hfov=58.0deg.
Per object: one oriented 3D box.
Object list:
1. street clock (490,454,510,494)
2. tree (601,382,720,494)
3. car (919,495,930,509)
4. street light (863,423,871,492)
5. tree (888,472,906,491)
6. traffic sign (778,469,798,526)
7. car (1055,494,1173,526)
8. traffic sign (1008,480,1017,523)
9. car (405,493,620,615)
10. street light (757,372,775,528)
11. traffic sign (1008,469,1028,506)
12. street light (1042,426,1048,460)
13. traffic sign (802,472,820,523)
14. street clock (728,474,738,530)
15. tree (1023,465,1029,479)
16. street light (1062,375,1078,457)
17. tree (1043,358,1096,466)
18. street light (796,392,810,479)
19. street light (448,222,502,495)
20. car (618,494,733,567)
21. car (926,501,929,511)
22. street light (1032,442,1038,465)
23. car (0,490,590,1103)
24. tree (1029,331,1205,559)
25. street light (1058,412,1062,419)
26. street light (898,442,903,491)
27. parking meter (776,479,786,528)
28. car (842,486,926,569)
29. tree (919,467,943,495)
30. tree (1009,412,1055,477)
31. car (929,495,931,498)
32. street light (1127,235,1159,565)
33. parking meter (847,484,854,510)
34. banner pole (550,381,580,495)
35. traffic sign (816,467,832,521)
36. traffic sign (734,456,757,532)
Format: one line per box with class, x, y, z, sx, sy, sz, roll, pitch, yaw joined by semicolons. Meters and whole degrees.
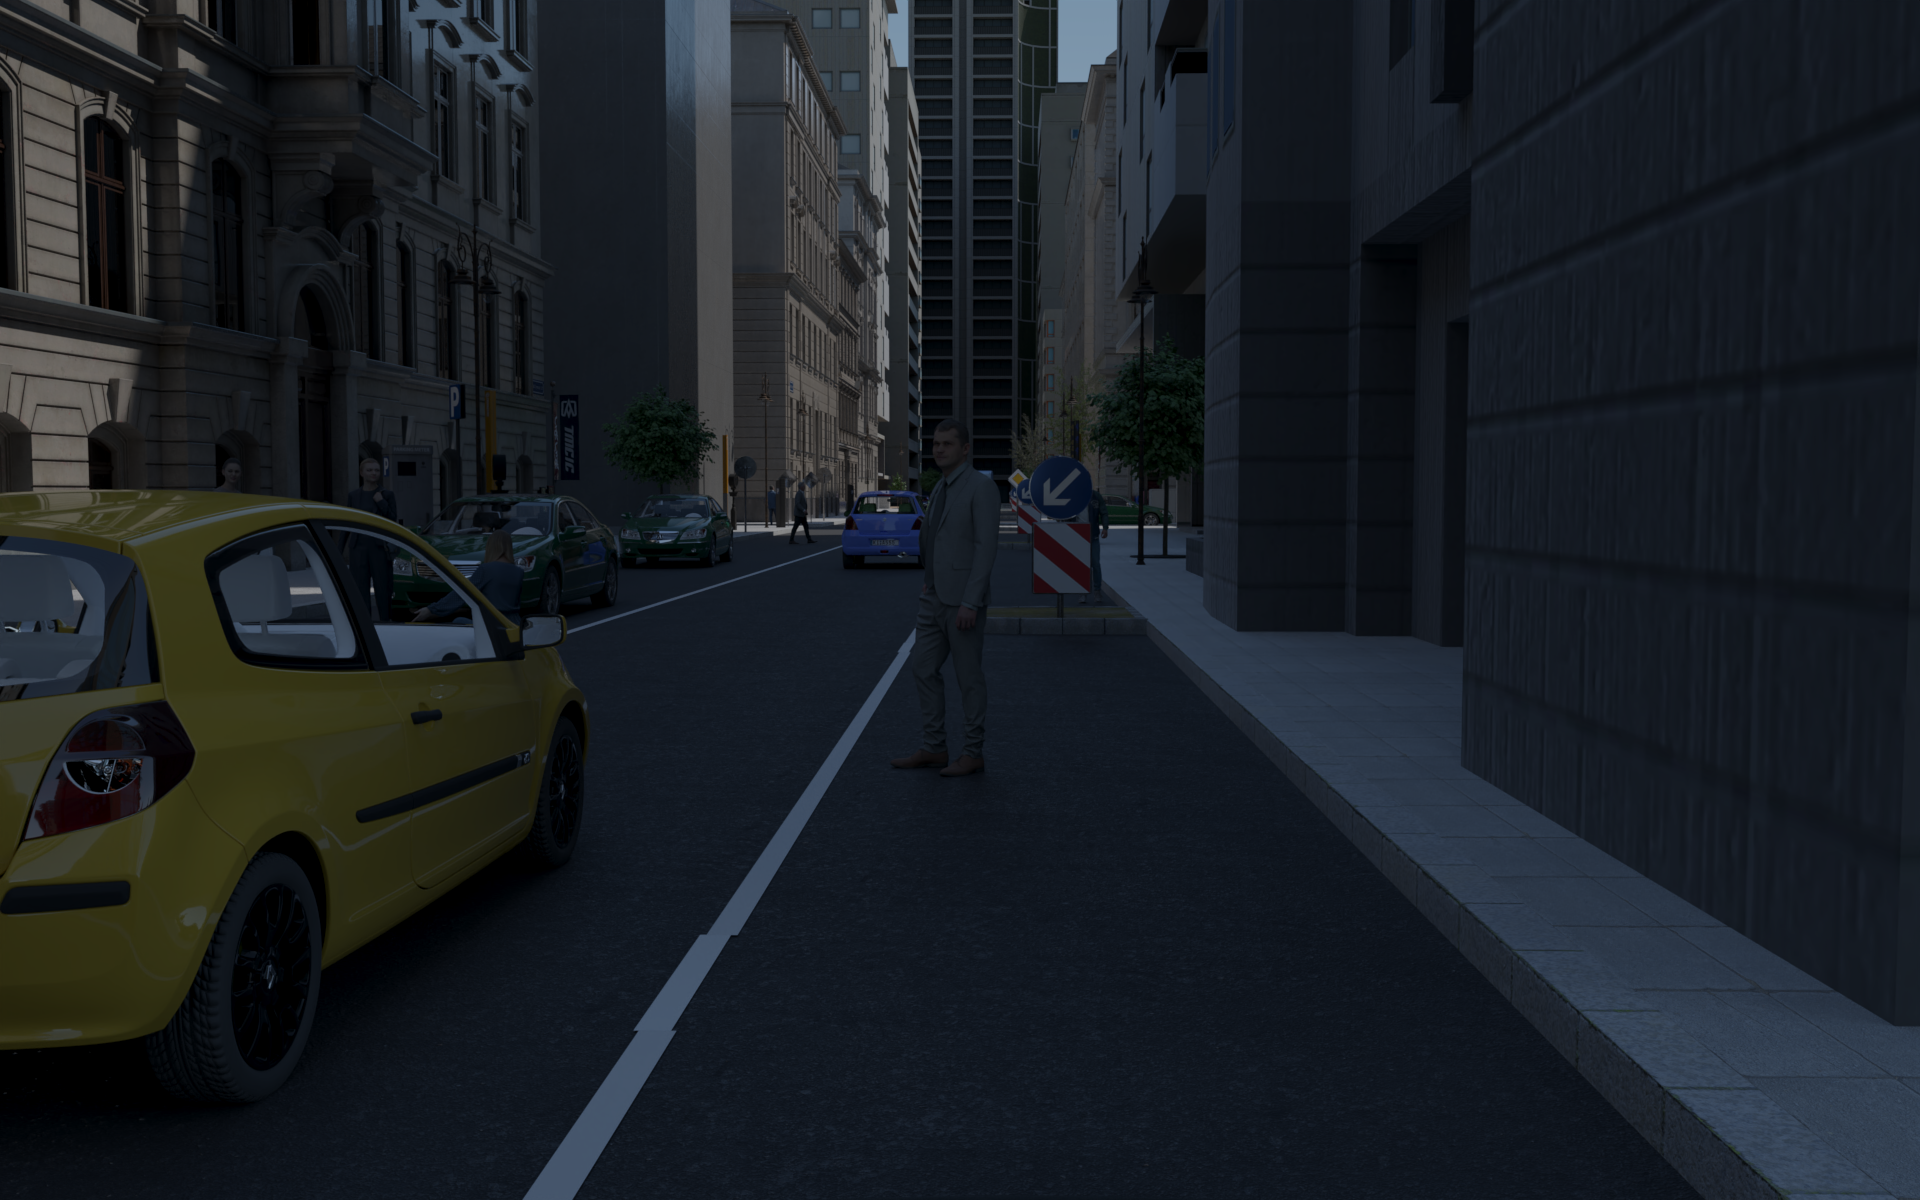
street clock;-8.416;-1.658;31.683;0.358;2.002;0.471;-1;4;-18
tree;-8.668;-4.079;50.403;4.285;4.588;4.351;0;3;0
car;-3.027;-7.450;134.392;1.945;1.354;3.894;0;4;0
street light;-6.010;-8.565;112.828;0.468;5.910;1.993;0;4;2
tree;-5.591;-9.642;152.250;1.663;3.219;1.824;0;3;0
traffic sign;-6.802;-3.971;68.571;0.795;2.450;0.064;0;4;2
car;6.395;-3.681;71.978;4.920;1.459;2.131;0;4;1
traffic sign;2.507;-4.443;76.284;0.795;2.450;0.064;0;4;2
car;-5.378;-0.547;20.748;2.131;1.459;4.920;0;4;2
street light;-7.338;-5.674;65.551;0.468;5.910;1.993;0;4;2
traffic sign;2.289;-3.955;68.302;0.795;2.450;0.064;0;4;2
street light;5.628;-8.684;114.775;0.468;5.910;1.993;0;4;2
traffic sign;-6.583;-4.459;76.553;0.795;2.450;0.064;0;4;2
street clock;-8.033;-3.477;61.417;0.358;2.002;0.471;1;4;12
tree;7.099;-10.774;159.873;4.285;4.588;4.351;0;3;0
street light;4.342;-5.798;67.592;0.468;5.910;1.993;0;4;2
tree;6.384;-8.827;94.684;4.737;8.622;4.395;0;3;0
street light;-6.982;-6.384;77.168;0.468;5.910;1.993;0;4;2
street light;-8.296;-3.486;29.782;0.468;5.910;1.993;0;4;2
car;-5.742;-1.443;35.394;2.131;1.459;4.920;0;4;0
car;-0.659;-4.679;85.302;1.959;1.807;4.718;0;4;3
street light;6.537;-10.889;150.820;0.468;5.910;1.993;0;4;2
car;-2.403;0.287;5.531;2.015;1.641;3.980;0;4;2
tree;4.193;-3.130;34.896;4.285;4.588;4.351;0;3;0
street light;4.703;-6.470;78.576;0.468;5.910;1.993;0;4;2
street light;-5.052;-10.744;148.457;0.468;5.910;1.993;0;4;2
parking meter;-6.856;-3.700;66.209;0.255;1.863;0.399;-2;4;-33
car;-1.383;-1.525;34.528;1.945;1.707;3.694;0;4;1
tree;-3.455;-13.743;208.415;4.285;4.588;4.351;0;3;0
tree;6.494;-12.487;154.523;4.360;8.622;3.978;0;3;0
car;-2.160;-9.318;161.947;1.945;1.707;3.694;0;4;1
street light;3.276;-3.574;31.225;0.468;5.910;1.993;0;4;2
parking meter;-6.533;-5.986;103.581;0.255;1.863;0.399;2;4;30
banner pole;-8.802;-2.961;38.430;0.863;3.779;0.401;1;4;15
traffic sign;-6.520;-5.062;82.876;0.768;2.556;0.104;0;4;8
traffic sign;-7.196;-3.544;58.046;0.768;2.556;0.104;0;4;3
